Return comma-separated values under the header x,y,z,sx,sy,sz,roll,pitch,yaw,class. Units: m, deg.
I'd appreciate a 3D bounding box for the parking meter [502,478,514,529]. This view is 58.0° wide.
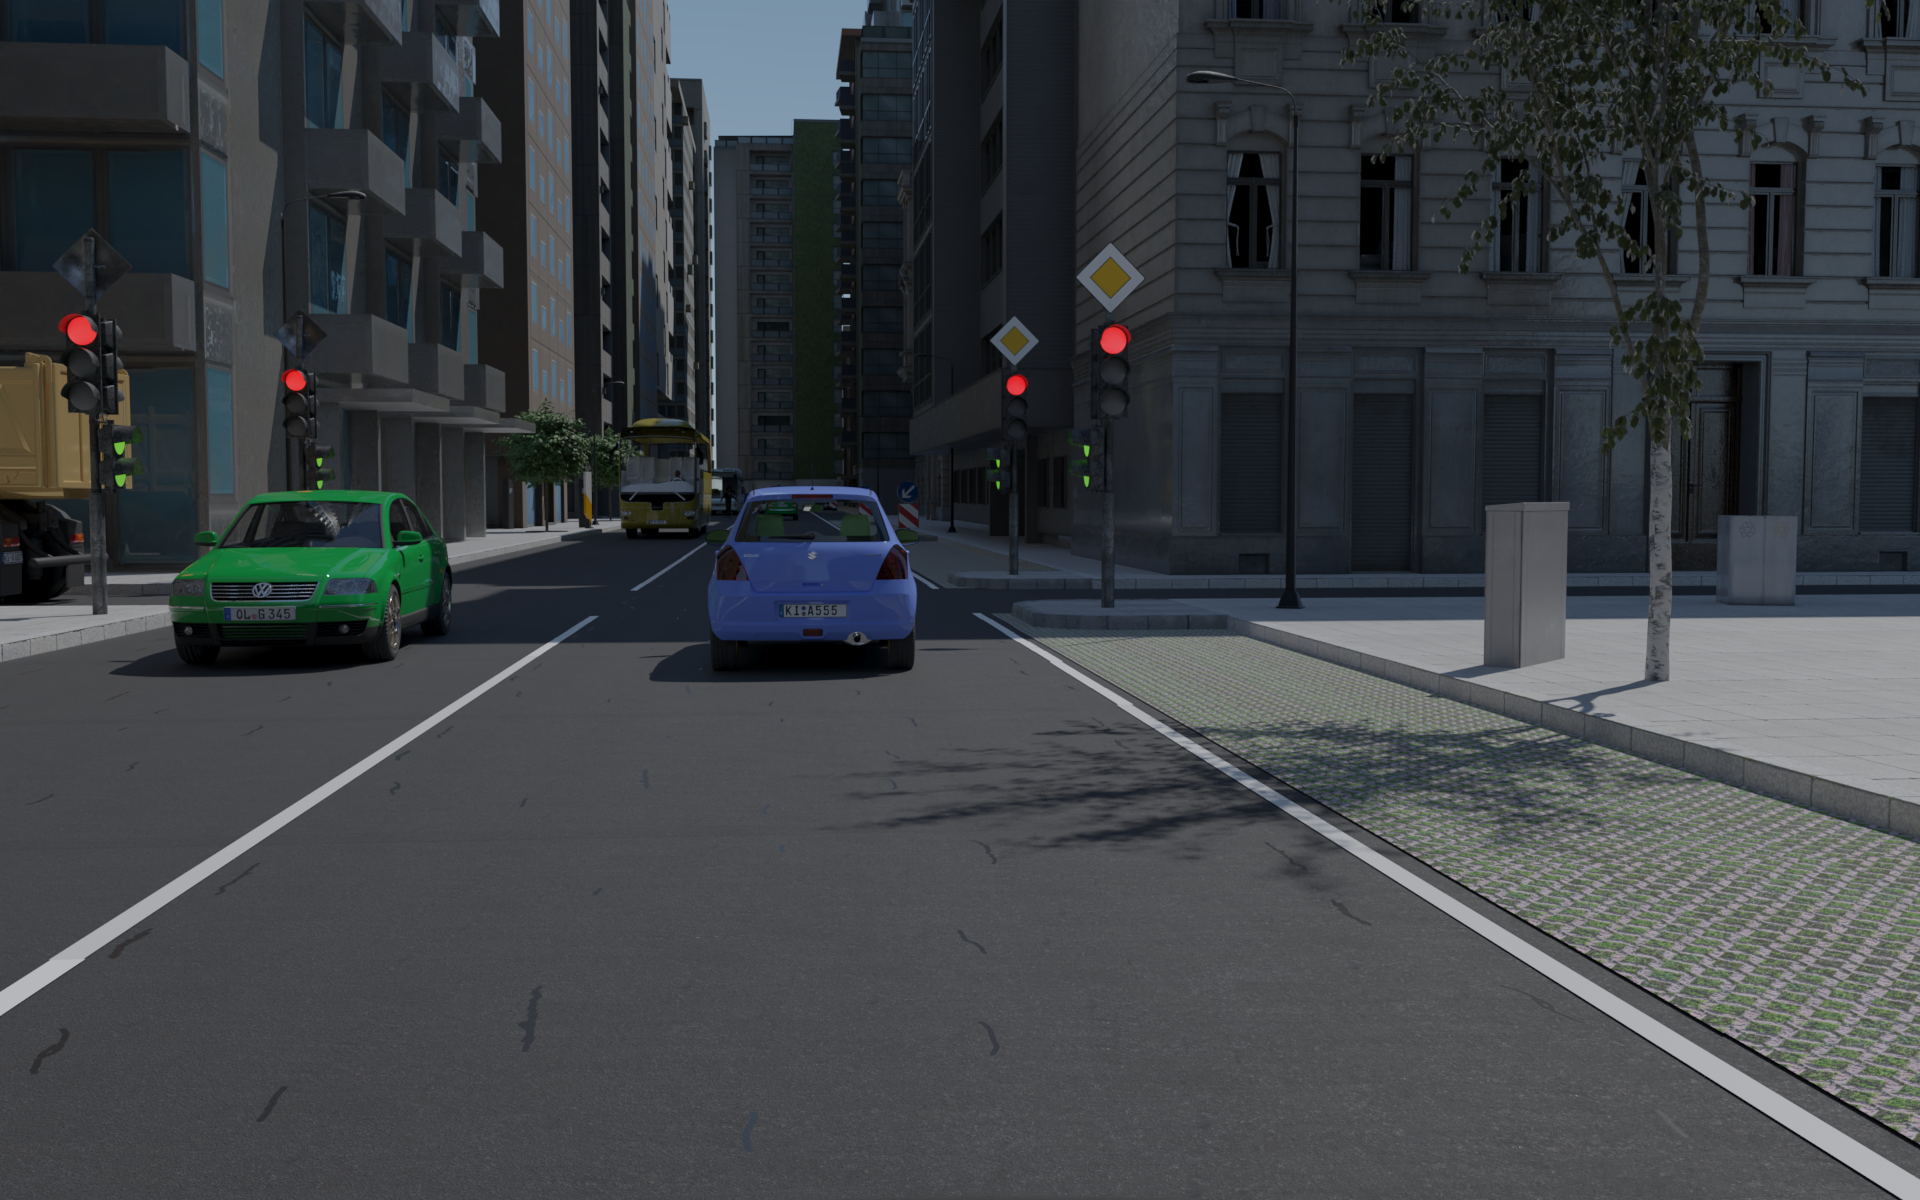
x,y,z,sx,sy,sz,roll,pitch,yaw,class
-16.530,-3.527,63.375,0.255,1.863,0.399,1,4,18,parking meter

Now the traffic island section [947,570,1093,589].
x,y,z,sx,sy,sz,roll,pitch,yaw,class
0.876,-0.321,27.532,2.009,0.180,2.903,0,4,-6,traffic island section

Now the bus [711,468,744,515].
x,y,z,sx,sy,sz,roll,pitch,yaw,class
-16.635,-7.728,121.207,2.948,3.499,13.247,0,4,-5,bus

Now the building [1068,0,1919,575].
x,y,z,sx,sy,sz,roll,pitch,yaw,class
11.695,-11.199,32.254,18.267,20.994,9.793,0,4,-6,building

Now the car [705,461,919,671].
x,y,z,sx,sy,sz,roll,pitch,yaw,class
-1.310,-0.356,15.414,1.945,1.707,3.694,0,4,-5,car

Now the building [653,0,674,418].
x,y,z,sx,sy,sz,roll,pitch,yaw,class
-35.249,-32.861,126.513,28.713,52.752,27.495,0,4,-6,building

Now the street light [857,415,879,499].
x,y,z,sx,sy,sz,roll,pitch,yaw,class
-5.350,-7.899,101.687,1.470,5.913,1.316,0,4,-6,street light

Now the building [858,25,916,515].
x,y,z,sx,sy,sz,roll,pitch,yaw,class
0.385,-20.785,111.542,14.160,30.474,14.107,0,4,-6,building

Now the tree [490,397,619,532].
x,y,z,sx,sy,sz,roll,pitch,yaw,class
-14.109,-4.584,58.664,4.285,4.588,4.351,0,3,0,tree

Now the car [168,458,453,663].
x,y,z,sx,sy,sz,roll,pitch,yaw,class
-5.911,-0.449,16.145,1.959,1.807,4.718,0,4,-8,car

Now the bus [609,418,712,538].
x,y,z,sx,sy,sz,roll,pitch,yaw,class
-10.087,-4.181,59.909,2.896,3.916,12.252,0,4,-6,bus

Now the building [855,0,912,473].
x,y,z,sx,sy,sz,roll,pitch,yaw,class
3.995,-31.491,134.484,23.786,49.044,30.456,0,4,-6,building

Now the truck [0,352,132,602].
x,y,z,sx,sy,sz,roll,pitch,yaw,class
-16.001,-1.593,21.966,9.791,3.379,3.469,0,4,-4,truck

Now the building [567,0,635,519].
x,y,z,sx,sy,sz,roll,pitch,yaw,class
-24.990,-19.565,91.584,14.160,30.474,14.107,0,4,-6,building

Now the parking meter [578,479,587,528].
x,y,z,sx,sy,sz,roll,pitch,yaw,class
-14.366,-3.698,66.181,0.399,1.863,0.255,-2,4,-24,parking meter

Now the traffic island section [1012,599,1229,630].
x,y,z,sx,sy,sz,roll,pitch,yaw,class
1.694,0.165,19.588,2.009,0.180,2.903,0,4,-6,traffic island section

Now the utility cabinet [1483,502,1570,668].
x,y,z,sx,sy,sz,roll,pitch,yaw,class
4.311,-0.124,13.197,0.306,1.237,1.020,3,4,37,utility cabinet

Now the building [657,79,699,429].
x,y,z,sx,sy,sz,roll,pitch,yaw,class
-36.465,-28.588,159.301,23.993,40.220,32.217,0,4,-6,building

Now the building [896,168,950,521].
x,y,z,sx,sy,sz,roll,pitch,yaw,class
4.189,-16.295,85.503,14.460,24.649,34.723,0,4,-6,building

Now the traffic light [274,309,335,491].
x,y,z,sx,sy,sz,roll,pitch,yaw,class
-9.968,-2.286,26.289,0.839,4.253,0.868,0,4,-6,traffic light

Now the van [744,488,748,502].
x,y,z,sx,sy,sz,roll,pitch,yaw,class
-20.499,-9.437,158.670,2.240,2.365,5.245,0,4,-7,van

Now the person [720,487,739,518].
x,y,z,sx,sy,sz,roll,pitch,yaw,class
-13.907,-5.872,104.140,0.705,1.869,1.348,3,5,45,person

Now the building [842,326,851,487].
x,y,z,sx,sy,sz,roll,pitch,yaw,class
0.894,-21.793,201.347,28.899,21.520,27.650,0,4,-6,building

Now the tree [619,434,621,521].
x,y,z,sx,sy,sz,roll,pitch,yaw,class
-16.756,-6.055,82.710,4.285,4.588,4.351,0,3,0,tree

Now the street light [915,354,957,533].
x,y,z,sx,sy,sz,roll,pitch,yaw,class
-0.801,-5.193,57.454,1.470,5.913,1.316,0,4,-6,street light

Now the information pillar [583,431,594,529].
x,y,z,sx,sy,sz,roll,pitch,yaw,class
-13.834,-4.465,64.349,0.183,3.616,0.504,1,4,14,information pillar

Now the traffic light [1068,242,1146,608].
x,y,z,sx,sy,sz,roll,pitch,yaw,class
1.653,-1.868,19.470,0.839,4.253,0.868,0,4,-6,traffic light

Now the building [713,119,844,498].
x,y,z,sx,sy,sz,roll,pitch,yaw,class
-20.054,-31.084,191.809,14.086,41.232,14.154,0,4,-6,building

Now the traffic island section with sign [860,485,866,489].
x,y,z,sx,sy,sz,roll,pitch,yaw,class
-4.505,-4.353,79.802,1.989,1.847,2.006,0,4,-6,traffic island section with sign

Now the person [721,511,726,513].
x,y,z,sx,sy,sz,roll,pitch,yaw,class
-17.891,-7.487,130.896,0.705,1.826,1.348,1,4,15,person

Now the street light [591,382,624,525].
x,y,z,sx,sy,sz,roll,pitch,yaw,class
-14.566,-6.060,71.622,1.470,5.913,1.316,0,4,-6,street light

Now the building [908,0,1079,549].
x,y,z,sx,sy,sz,roll,pitch,yaw,class
6.561,-14.323,53.246,14.314,24.678,30.058,0,4,-6,building

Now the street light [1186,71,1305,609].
x,y,z,sx,sy,sz,roll,pitch,yaw,class
3.177,-2.857,19.257,1.470,5.913,1.316,0,4,-6,street light

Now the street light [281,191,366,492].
x,y,z,sx,sy,sz,roll,pitch,yaw,class
-9.808,-3.310,26.663,1.470,5.913,1.316,0,4,-6,street light

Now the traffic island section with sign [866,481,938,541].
x,y,z,sx,sy,sz,roll,pitch,yaw,class
-1.741,-2.710,52.944,1.989,1.847,2.006,0,4,-6,traffic island section with sign

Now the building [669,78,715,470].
x,y,z,sx,sy,sz,roll,pitch,yaw,class
-38.735,-34.841,193.356,21.600,48.544,21.300,0,4,-6,building

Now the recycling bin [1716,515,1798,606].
x,y,z,sx,sy,sz,roll,pitch,yaw,class
9.302,-0.470,20.241,0.722,1.027,0.722,1,4,12,recycling bin

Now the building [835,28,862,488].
x,y,z,sx,sy,sz,roll,pitch,yaw,class
-0.548,-31.162,164.117,22.147,44.769,28.867,0,4,-6,building

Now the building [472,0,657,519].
x,y,z,sx,sy,sz,roll,pitch,yaw,class
-26.317,-27.928,106.739,14.600,45.320,14.200,0,4,-6,building

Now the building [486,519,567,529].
x,y,z,sx,sy,sz,roll,pitch,yaw,class
-23.457,-25.624,69.059,14.600,45.320,14.200,0,4,-6,building

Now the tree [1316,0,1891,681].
x,y,z,sx,sy,sz,roll,pitch,yaw,class
4.569,-3.751,11.689,4.360,8.622,3.978,0,3,0,tree

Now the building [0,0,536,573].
x,y,z,sx,sy,sz,roll,pitch,yaw,class
-23.073,-25.624,38.554,23.786,49.044,30.456,0,4,-6,building

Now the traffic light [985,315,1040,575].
x,y,z,sx,sy,sz,roll,pitch,yaw,class
0.835,-2.354,27.414,0.839,4.253,0.868,0,4,-6,traffic light

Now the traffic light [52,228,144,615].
x,y,z,sx,sy,sz,roll,pitch,yaw,class
-9.149,-1.800,18.346,0.839,4.253,0.868,0,4,-6,traffic light
